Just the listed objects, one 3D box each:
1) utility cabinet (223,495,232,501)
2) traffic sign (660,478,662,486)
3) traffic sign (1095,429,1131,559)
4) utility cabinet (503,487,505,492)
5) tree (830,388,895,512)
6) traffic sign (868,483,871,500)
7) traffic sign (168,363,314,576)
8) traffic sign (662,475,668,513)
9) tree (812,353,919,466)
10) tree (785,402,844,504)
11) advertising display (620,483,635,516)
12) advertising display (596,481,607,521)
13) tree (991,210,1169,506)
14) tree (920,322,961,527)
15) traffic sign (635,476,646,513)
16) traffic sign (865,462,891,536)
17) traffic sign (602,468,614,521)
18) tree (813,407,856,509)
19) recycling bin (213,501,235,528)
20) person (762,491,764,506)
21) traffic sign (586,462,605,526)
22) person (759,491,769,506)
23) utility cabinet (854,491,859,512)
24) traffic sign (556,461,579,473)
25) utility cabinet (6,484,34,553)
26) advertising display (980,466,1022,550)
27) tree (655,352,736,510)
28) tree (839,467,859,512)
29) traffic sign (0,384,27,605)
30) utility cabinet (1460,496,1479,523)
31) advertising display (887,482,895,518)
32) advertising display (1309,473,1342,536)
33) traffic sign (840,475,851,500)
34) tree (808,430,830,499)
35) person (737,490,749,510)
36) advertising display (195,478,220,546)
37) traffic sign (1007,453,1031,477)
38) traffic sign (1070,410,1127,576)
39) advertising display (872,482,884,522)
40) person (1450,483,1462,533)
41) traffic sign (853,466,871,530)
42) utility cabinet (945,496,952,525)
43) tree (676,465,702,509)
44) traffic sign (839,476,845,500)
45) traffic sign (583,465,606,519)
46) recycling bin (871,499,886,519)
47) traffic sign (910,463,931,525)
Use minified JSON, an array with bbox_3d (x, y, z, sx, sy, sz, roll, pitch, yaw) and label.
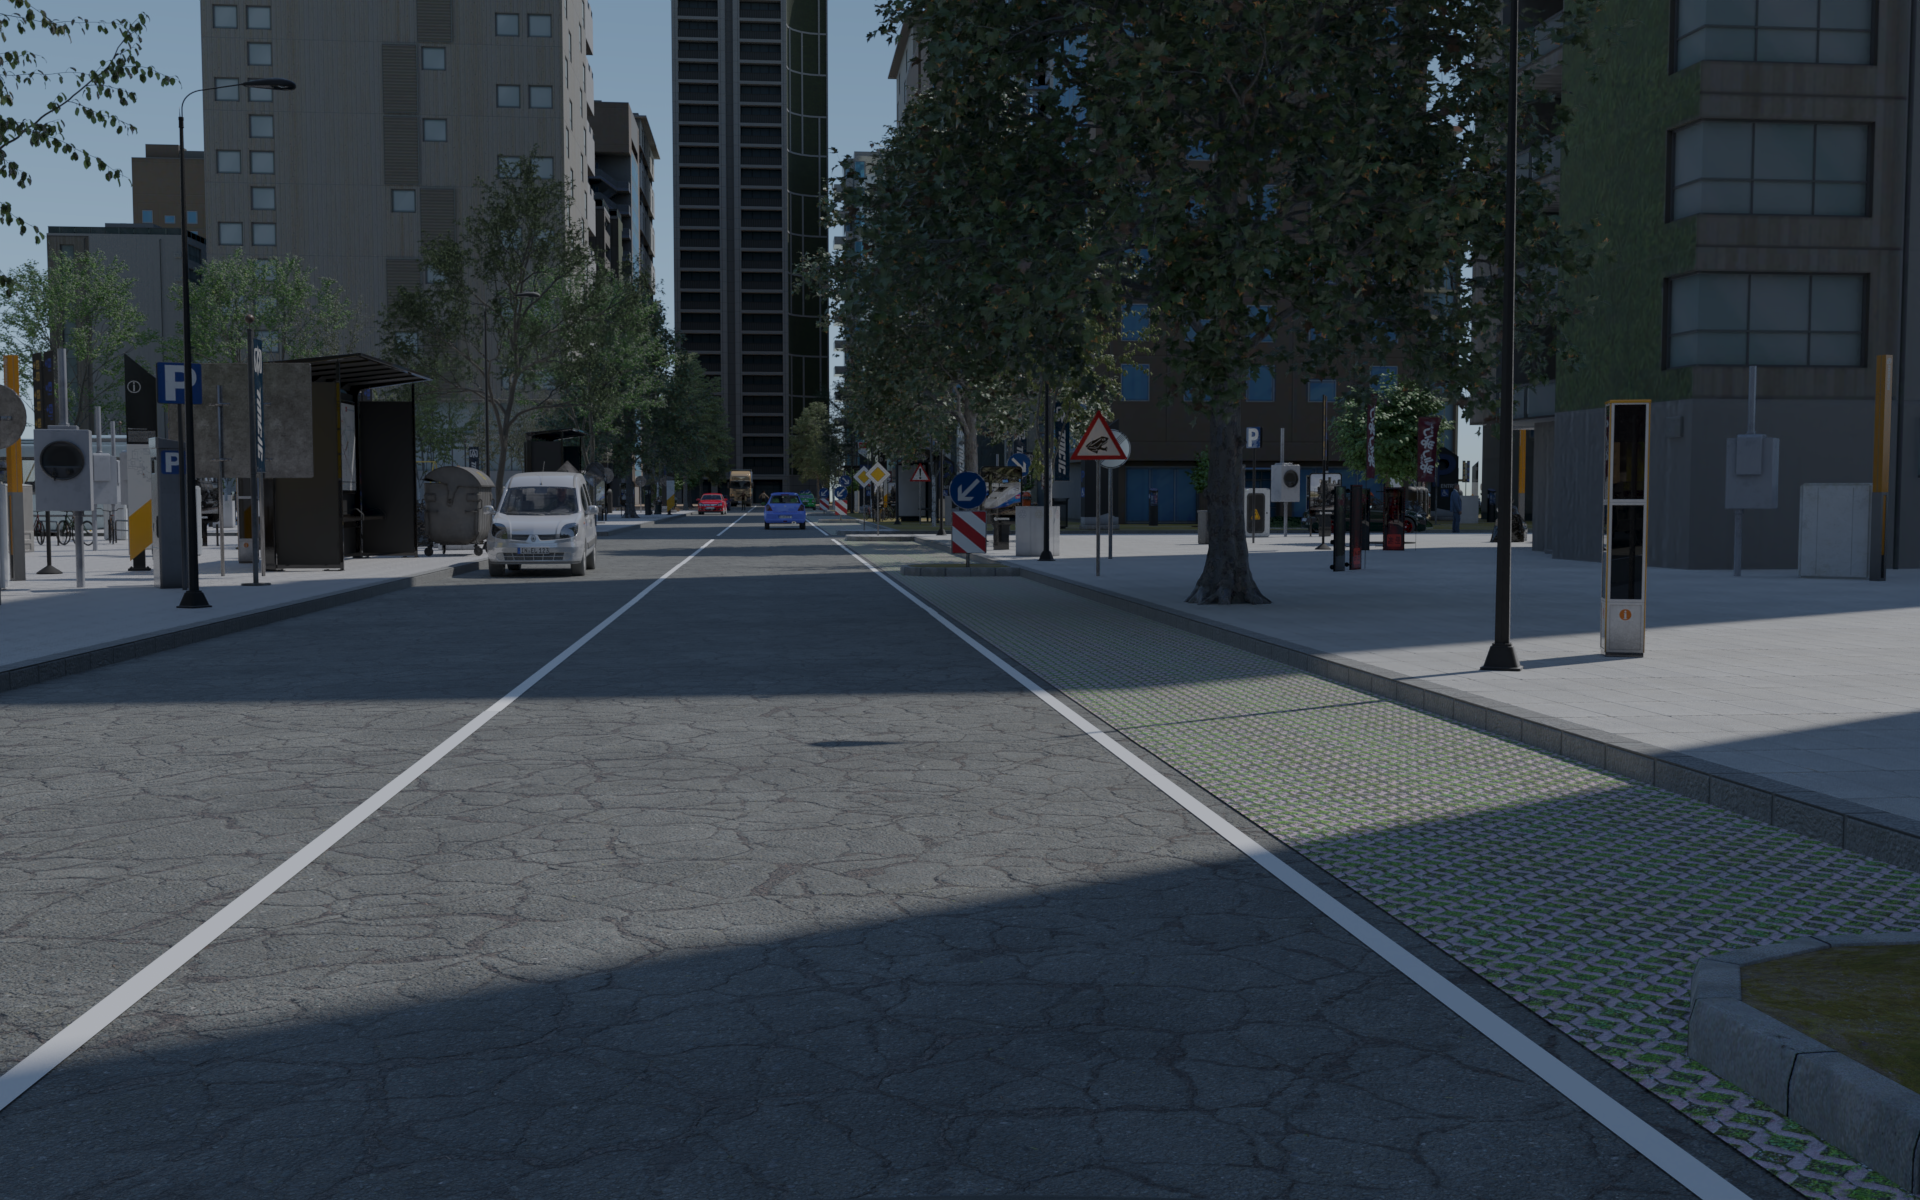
[{"bbox_3d":[-42.706,-5.465,100.521,1.020,1.237,0.306,0,4,4],"label":"utility cabinet"},{"bbox_3d":[-21.851,-7.831,128.148,0.768,2.556,0.104,0,4,-3],"label":"traffic sign"},{"bbox_3d":[2.969,-2.081,34.125,0.768,2.556,0.104,0,4,1],"label":"traffic sign"},{"bbox_3d":[-13.118,-2.656,52.098,1.173,1.500,0.318,-1,4,-18],"label":"utility cabinet"},{"bbox_3d":[-4.791,-9.049,98.313,4.737,8.622,4.395,0,3,0],"label":"tree"},{"bbox_3d":[-5.733,-6.823,111.654,0.768,2.556,0.104,0,4,1],"label":"traffic sign"},{"bbox_3d":[-11.189,-2.022,26.938,2.265,3.308,0.079,0,4,2],"label":"traffic sign"},{"bbox_3d":[-19.544,-7.072,115.725,0.768,2.556,0.104,0,4,-5],"label":"traffic sign"},{"bbox_3d":[-5.460,-10.497,106.038,7.601,10.594,8.767,1,4,8],"label":"tree"},{"bbox_3d":[-17.905,-18.031,212.936,7.486,12.596,7.792,0,3,0],"label":"tree"},{"bbox_3d":[-19.176,-5.790,99.876,0.123,1.923,0.974,3,5,45],"label":"advertising display"},{"bbox_3d":[-17.168,-4.739,82.696,0.123,1.923,0.974,-3,5,-43],"label":"advertising display"},{"bbox_3d":[2.090,-5.282,36.730,4.737,8.622,4.395,0,3,0],"label":"tree"},{"bbox_3d":[-0.802,-7.205,68.168,4.360,8.622,3.978,0,3,0],"label":"tree"},{"bbox_3d":[-22.110,-7.330,119.949,0.768,2.556,0.104,0,4,-5],"label":"traffic sign"},{"bbox_3d":[-2.532,-3.044,53.404,0.795,2.450,0.064,0,4,-6],"label":"traffic sign"},{"bbox_3d":[-17.025,-5.086,83.263,0.768,2.556,0.104,0,4,-5],"label":"traffic sign"},{"bbox_3d":[-10.573,-11.985,146.317,4.360,8.622,3.978,0,3,0],"label":"tree"},{"bbox_3d":[-27.903,-3.247,65.647,0.722,1.027,0.722,-1,4,-17],"label":"recycling bin"},{"bbox_3d":[-24.052,-12.453,212.066,0.705,1.831,1.348,-1,4,-15],"label":"person"},{"bbox_3d":[-14.530,-4.214,69.006,0.768,2.556,0.104,0,3,0],"label":"traffic sign"},{"bbox_3d":[-23.376,-12.089,206.171,1.348,1.823,0.705,1,4,22],"label":"person"},{"bbox_3d":[-6.896,-6.862,120.867,0.318,1.500,1.173,2,4,34],"label":"utility cabinet"},{"bbox_3d":[-11.874,-2.983,52.410,0.795,2.450,0.064,0,4,-6],"label":"traffic sign"},{"bbox_3d":[-20.610,-1.753,37.348,0.318,1.500,1.173,2,4,26],"label":"utility cabinet"},{"bbox_3d":[0.947,-2.119,39.863,0.974,1.923,0.123,-1,4,-9],"label":"advertising display"},{"bbox_3d":[-21.855,-13.449,138.014,7.486,12.596,7.792,0,3,0],"label":"tree"},{"bbox_3d":[-7.675,-7.858,123.076,1.663,3.219,1.824,0,3,0],"label":"tree"},{"bbox_3d":[-11.107,-1.211,19.905,0.768,2.556,0.104,0,4,-2],"label":"traffic sign"},{"bbox_3d":[22.119,-3.946,75.678,1.020,1.237,0.306,0,4,-6],"label":"utility cabinet"},{"bbox_3d":[-3.611,-5.357,92.796,0.123,1.923,0.974,2,4,35],"label":"advertising display"},{"bbox_3d":[11.058,-2.889,52.451,0.974,1.923,0.123,0,4,7],"label":"advertising display"},{"bbox_3d":[-7.740,-7.177,117.442,0.768,2.556,0.104,0,4,-1],"label":"traffic sign"},{"bbox_3d":[-13.617,-14.226,182.952,4.737,8.622,4.395,0,3,0],"label":"tree"},{"bbox_3d":[-19.032,-8.736,151.851,1.217,1.766,0.721,2,4,24],"label":"person"},{"bbox_3d":[-18.618,-2.270,42.331,0.974,1.923,0.123,-3,4,-39],"label":"advertising display"},{"bbox_3d":[1.824,-3.272,53.611,0.768,2.556,0.104,0,4,0],"label":"traffic sign"},{"bbox_3d":[2.155,-1.650,26.976,0.884,2.594,0.081,0,4,3],"label":"traffic sign"},{"bbox_3d":[-3.829,-4.617,80.704,0.123,1.923,0.974,2,4,26],"label":"advertising display"},{"bbox_3d":[16.814,-3.058,58.672,0.419,1.800,0.721,0,4,1],"label":"person"},{"bbox_3d":[-3.397,-3.529,61.342,0.795,2.450,0.064,0,4,-6],"label":"traffic sign"},{"bbox_3d":[-0.470,-3.673,71.213,0.306,1.237,1.020,0,3,0],"label":"utility cabinet"},{"bbox_3d":[-24.217,-10.245,151.225,4.285,4.588,4.351,0,3,0],"label":"tree"},{"bbox_3d":[-7.938,-7.269,118.955,0.768,2.556,0.104,0,4,0],"label":"traffic sign"},{"bbox_3d":[-12.739,-3.468,60.349,0.795,2.450,0.064,0,4,-6],"label":"traffic sign"},{"bbox_3d":[-4.295,-4.798,91.001,0.722,1.027,0.722,0,4,-7],"label":"recycling bin"},{"bbox_3d":[-1.667,-4.450,72.754,0.884,2.594,0.081,0,4,2],"label":"traffic sign"}]
